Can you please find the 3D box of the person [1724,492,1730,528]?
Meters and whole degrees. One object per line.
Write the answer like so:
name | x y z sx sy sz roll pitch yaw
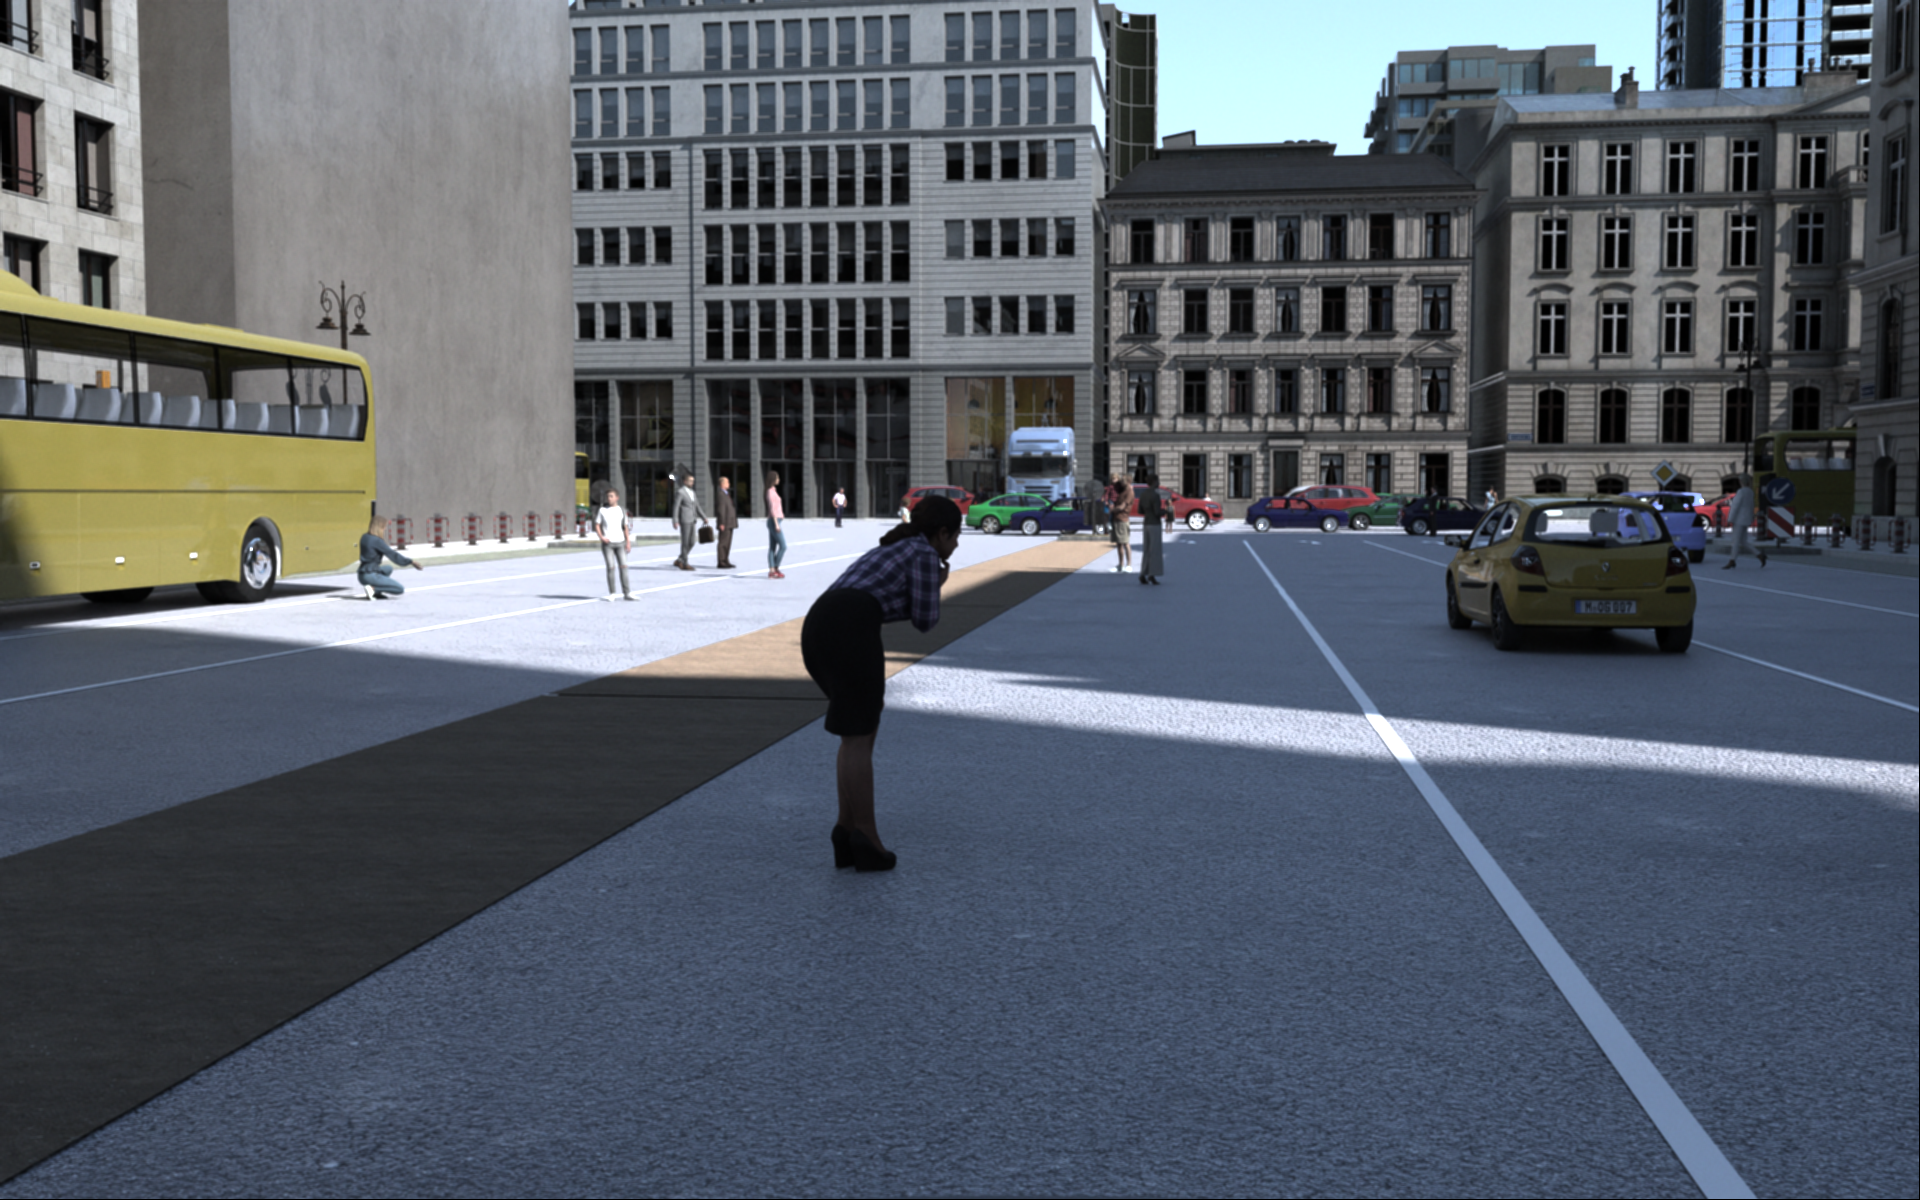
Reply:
person | 32.299 -3.792 72.970 0.387 1.526 0.523 0 4 -8

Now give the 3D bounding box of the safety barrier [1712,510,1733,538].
safety barrier | 22.300 -2.240 50.907 0.300 0.817 1.120 1 4 8

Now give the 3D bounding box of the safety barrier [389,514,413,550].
safety barrier | -12.767 -1.546 39.560 0.300 0.817 1.120 1 4 8

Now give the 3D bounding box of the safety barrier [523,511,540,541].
safety barrier | -11.666 -2.013 47.181 0.300 0.817 1.120 1 4 8

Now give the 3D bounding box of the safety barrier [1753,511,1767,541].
safety barrier | 21.748 -2.007 47.083 0.300 0.817 1.120 1 4 8

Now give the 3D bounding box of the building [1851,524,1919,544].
building | 27.840 -12.941 30.667 14.460 24.649 34.723 1 4 8

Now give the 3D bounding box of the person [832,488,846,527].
person | -5.147 -3.989 74.662 0.756 1.711 0.436 -2 4 -35

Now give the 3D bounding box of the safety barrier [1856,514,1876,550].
safety barrier | 20.651 -1.541 39.477 0.300 0.817 1.120 1 4 8

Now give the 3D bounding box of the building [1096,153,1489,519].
building | 17.214 -13.919 92.206 19.286 19.102 10.561 1 4 8

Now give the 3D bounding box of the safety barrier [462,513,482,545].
safety barrier | -12.213 -1.779 43.367 0.300 0.817 1.120 1 4 8

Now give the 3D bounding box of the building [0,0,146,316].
building | -22.204 -10.467 25.894 10.420 20.320 16.860 1 4 8

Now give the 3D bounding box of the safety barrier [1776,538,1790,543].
safety barrier | 21.475 -1.891 45.186 0.300 0.817 1.120 1 4 8

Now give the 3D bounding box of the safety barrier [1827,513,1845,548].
safety barrier | 20.927 -1.657 41.375 0.300 0.817 1.120 1 4 8

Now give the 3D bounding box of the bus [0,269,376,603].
bus | -10.768 -1.744 20.061 2.896 3.916 12.252 0 4 8

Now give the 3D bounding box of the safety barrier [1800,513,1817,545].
safety barrier | 21.200 -1.774 43.286 0.300 0.817 1.120 1 4 8

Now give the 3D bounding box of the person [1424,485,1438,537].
person | 15.869 -3.009 58.502 0.445 1.727 0.742 -2 4 -33

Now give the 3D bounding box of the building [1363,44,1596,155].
building | 55.920 -34.854 189.476 23.786 49.044 30.456 1 4 8

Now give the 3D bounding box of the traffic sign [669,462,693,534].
traffic sign | -8.853 -3.137 54.935 0.795 2.450 0.064 1 4 8

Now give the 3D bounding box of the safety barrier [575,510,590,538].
safety barrier | -11.115 -2.246 50.992 0.300 0.817 1.120 1 4 8

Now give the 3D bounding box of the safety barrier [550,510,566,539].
safety barrier | -11.390 -2.129 49.090 0.300 0.817 1.120 1 4 8

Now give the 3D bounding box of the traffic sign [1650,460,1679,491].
traffic sign | 20.585 -2.877 50.687 0.795 2.450 0.064 1 4 8

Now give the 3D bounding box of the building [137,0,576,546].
building | -30.367 -14.835 47.072 34.151 26.468 19.350 1 4 8

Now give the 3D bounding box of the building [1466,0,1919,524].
building | 44.831 -16.506 88.964 34.723 24.649 14.460 1 4 8

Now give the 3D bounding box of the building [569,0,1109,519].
building | -7.173 -19.403 94.726 29.804 29.767 11.434 1 4 8

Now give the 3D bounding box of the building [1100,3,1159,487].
building | 18.604 -50.063 256.781 20.611 71.187 20.563 1 4 8

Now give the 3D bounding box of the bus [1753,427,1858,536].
bus | 33.466 -4.077 58.204 12.252 3.916 2.896 1 4 9

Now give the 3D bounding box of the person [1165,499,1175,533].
person | 7.660 -3.057 63.154 0.362 1.253 0.373 0 4 -4

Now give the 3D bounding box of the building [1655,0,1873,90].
building | 90.626 -53.519 187.701 31.000 86.520 22.319 1 4 8

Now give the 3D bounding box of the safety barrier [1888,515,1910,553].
safety barrier | 20.377 -1.425 37.575 0.300 0.817 1.120 1 4 8

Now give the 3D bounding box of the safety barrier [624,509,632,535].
safety barrier | -10.568 -2.478 54.786 0.300 0.817 1.120 1 4 8

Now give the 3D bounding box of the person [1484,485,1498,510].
person | 23.242 -4.106 75.721 0.616 1.811 0.778 1 4 20

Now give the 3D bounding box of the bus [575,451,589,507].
bus | -25.051 -5.875 87.606 12.252 3.916 2.896 0 4 7

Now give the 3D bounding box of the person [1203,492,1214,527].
person | 10.920 -3.983 76.216 0.503 1.515 0.523 -2 4 -26

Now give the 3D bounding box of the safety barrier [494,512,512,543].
safety barrier | -11.939 -1.895 45.264 0.300 0.817 1.120 1 4 8

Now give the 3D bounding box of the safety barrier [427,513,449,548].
safety barrier | -12.491 -1.663 41.462 0.300 0.817 1.120 1 4 8

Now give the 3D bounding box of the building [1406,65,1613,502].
building | 55.498 -28.757 162.066 32.217 40.220 23.993 1 4 8

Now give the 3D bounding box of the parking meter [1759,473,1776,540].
parking meter | 22.494 -2.604 48.286 0.255 1.863 0.399 -1 4 -19

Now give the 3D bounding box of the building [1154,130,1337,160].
building | 42.917 -40.868 257.430 27.495 52.752 28.713 1 4 8
